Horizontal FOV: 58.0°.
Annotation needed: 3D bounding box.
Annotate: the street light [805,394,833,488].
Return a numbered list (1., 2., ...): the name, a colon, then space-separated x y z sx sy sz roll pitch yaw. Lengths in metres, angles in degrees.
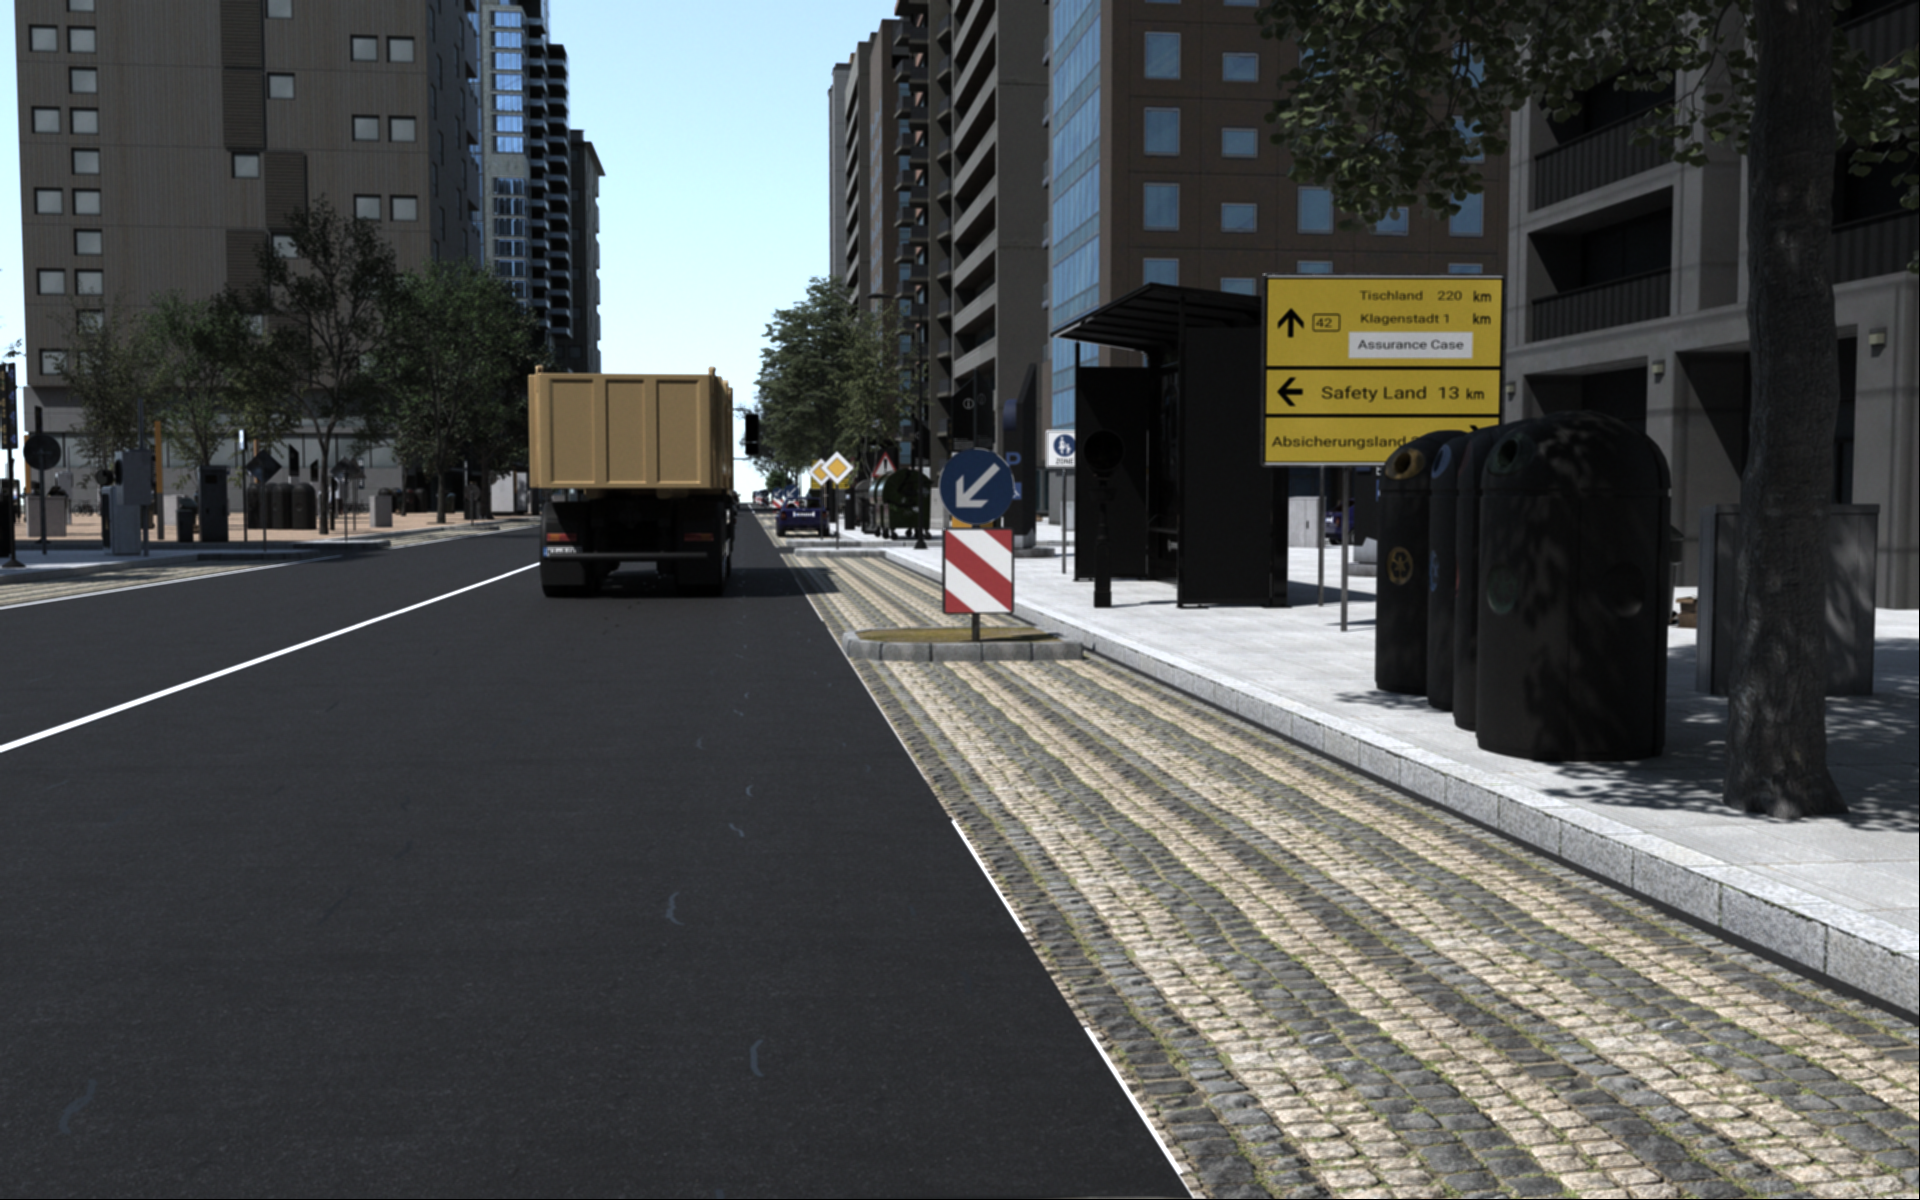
1. street light: -6.519 -6.609 80.598 1.470 5.913 1.316 0 4 -7

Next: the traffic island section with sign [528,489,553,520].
1. traffic island section with sign: -22.664 -5.294 95.189 1.989 1.847 2.006 0 4 -7

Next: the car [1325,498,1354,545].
1. car: 11.411 -1.985 45.034 3.894 1.354 1.945 0 4 -5

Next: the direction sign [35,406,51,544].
1. direction sign: -23.826 -3.235 44.883 0.379 3.537 0.876 -1 4 -19

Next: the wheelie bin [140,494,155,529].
1. wheelie bin: -29.978 -3.399 63.483 0.693 1.594 0.980 0 4 -2

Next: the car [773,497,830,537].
1. car: -5.342 -2.813 58.572 1.945 1.354 3.894 0 4 -7

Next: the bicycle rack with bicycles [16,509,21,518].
1. bicycle rack with bicycles: -51.202 -4.835 92.441 2.852 0.926 2.925 -1 4 -16

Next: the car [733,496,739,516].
1. car: -15.684 -6.302 115.039 2.014 1.417 4.499 0 4 -7

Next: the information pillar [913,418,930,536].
1. information pillar: -1.156 -3.751 52.687 0.504 3.616 0.183 0 4 7

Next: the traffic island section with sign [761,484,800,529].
1. traffic island section with sign: -7.008 -3.797 70.709 1.989 1.847 2.006 0 4 -7

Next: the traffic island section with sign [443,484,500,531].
1. traffic island section with sign: -19.287 -3.659 68.445 1.989 1.847 2.006 0 4 -7

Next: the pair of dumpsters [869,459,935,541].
1. pair of dumpsters: -1.668 -2.892 49.779 1.574 2.255 4.437 0 4 -7

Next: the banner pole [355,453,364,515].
1. banner pole: -36.625 -7.068 105.580 0.863 3.779 0.401 2 4 26

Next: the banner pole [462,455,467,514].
1. banner pole: -31.918 -7.447 111.779 0.401 3.779 0.863 -2 4 -34

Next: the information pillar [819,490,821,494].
1. information pillar: -9.814 -7.041 119.617 0.304 2.012 0.304 3 5 40

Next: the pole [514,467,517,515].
1. pole: -27.257 -6.872 106.202 0.158 3.312 0.155 0 3 0

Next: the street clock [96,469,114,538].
1. street clock: -25.071 -2.828 50.814 0.471 2.002 0.358 1 4 20

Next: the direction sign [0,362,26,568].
1. direction sign: -16.547 -2.335 30.171 0.379 3.537 0.876 -3 5 -44

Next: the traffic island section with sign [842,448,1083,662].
1. traffic island section with sign: -0.053 -0.430 15.654 1.989 1.847 2.006 0 4 -7

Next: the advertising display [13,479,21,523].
1. advertising display: -41.862 -4.357 76.450 0.974 1.923 0.123 2 4 24

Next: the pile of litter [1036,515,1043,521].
1. pile of litter: 3.348 -4.093 80.893 1.719 0.858 1.176 -1 4 -20

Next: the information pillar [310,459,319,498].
1. information pillar: -42.804 -7.557 114.918 0.504 3.616 0.183 -3 5 -39

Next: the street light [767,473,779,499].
1. street light: -21.397 -13.833 198.707 1.470 5.913 1.316 0 4 -7

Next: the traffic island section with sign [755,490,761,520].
1. traffic island section with sign: -10.377 -5.433 97.454 1.989 1.847 2.006 0 4 -7

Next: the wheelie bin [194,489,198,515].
1. wheelie bin: -45.862 -5.920 104.699 0.693 1.594 0.980 2 4 28

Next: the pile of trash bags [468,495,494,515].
1. pile of trash bags: -29.961 -6.061 108.850 1.912 1.369 3.447 -1 4 -13

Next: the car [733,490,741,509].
1. car: -22.938 -9.983 171.888 2.281 1.827 5.304 0 4 -6

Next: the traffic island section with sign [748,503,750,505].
1. traffic island section with sign: -20.057 -10.121 174.102 1.989 1.847 2.006 0 4 -7

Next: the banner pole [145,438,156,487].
1. banner pole: -36.323 -5.372 77.854 0.401 3.779 0.863 3 5 41

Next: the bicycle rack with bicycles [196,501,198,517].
1. bicycle rack with bicycles: -42.237 -4.992 94.999 2.852 0.926 2.925 -3 5 -41

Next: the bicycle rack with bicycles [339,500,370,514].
1. bicycle rack with bicycles: -39.533 -6.054 112.358 2.852 0.926 2.925 3 5 43

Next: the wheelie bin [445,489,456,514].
1. wheelie bin: -33.579 -6.474 113.762 0.980 1.594 0.693 1 4 11

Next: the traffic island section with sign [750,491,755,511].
1. traffic island section with sign: -16.681 -8.485 147.358 1.989 1.847 2.006 0 4 -7

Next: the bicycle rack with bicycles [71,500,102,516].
1. bicycle rack with bicycles: -51.079 -5.335 100.608 2.852 0.926 2.925 -3 5 -44

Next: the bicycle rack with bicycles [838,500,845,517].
1. bicycle rack with bicycles: -8.564 -5.842 108.897 2.852 0.926 2.925 -1 4 -18

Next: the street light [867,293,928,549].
1. street light: -1.456 -4.141 40.251 1.470 5.913 1.316 0 4 -7

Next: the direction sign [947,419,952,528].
1. direction sign: -0.225 -3.701 52.500 0.379 3.537 0.876 1 4 20

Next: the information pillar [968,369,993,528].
1. information pillar: 0.429 -2.522 32.587 0.183 3.616 0.504 3 5 42

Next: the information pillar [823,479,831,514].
1. information pillar: -6.433 -4.861 83.974 0.304 2.012 0.304 -1 4 -22

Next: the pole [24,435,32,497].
1. pole: -32.108 -4.027 59.682 0.158 3.312 0.155 0 3 0

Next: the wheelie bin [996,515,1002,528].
1. wheelie bin: 0.999 -2.929 55.796 0.980 1.594 0.693 0 4 -3

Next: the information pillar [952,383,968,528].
1. information pillar: 0.090 -2.629 34.331 0.504 3.616 0.183 -1 4 -9

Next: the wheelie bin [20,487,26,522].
1. wheelie bin: -42.164 -4.328 78.665 0.980 1.594 0.693 -1 4 -20

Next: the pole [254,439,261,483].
1. pole: -26.212 -4.331 64.651 0.158 3.312 0.155 0 3 0

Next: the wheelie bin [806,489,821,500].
1. wheelie bin: -8.502 -5.657 100.407 0.980 1.594 0.693 -2 4 -34

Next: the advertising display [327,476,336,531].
1. advertising display: -22.219 -3.427 61.241 0.123 1.923 0.974 -2 4 -27

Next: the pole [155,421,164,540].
1. pole: -22.356 -3.335 48.364 0.158 3.312 0.155 0 3 0

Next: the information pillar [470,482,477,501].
1. information pillar: -29.692 -6.191 105.711 0.304 2.012 0.304 -3 4 -37

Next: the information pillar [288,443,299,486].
1. information pillar: -30.886 -5.441 80.320 0.183 3.616 0.504 3 4 37
